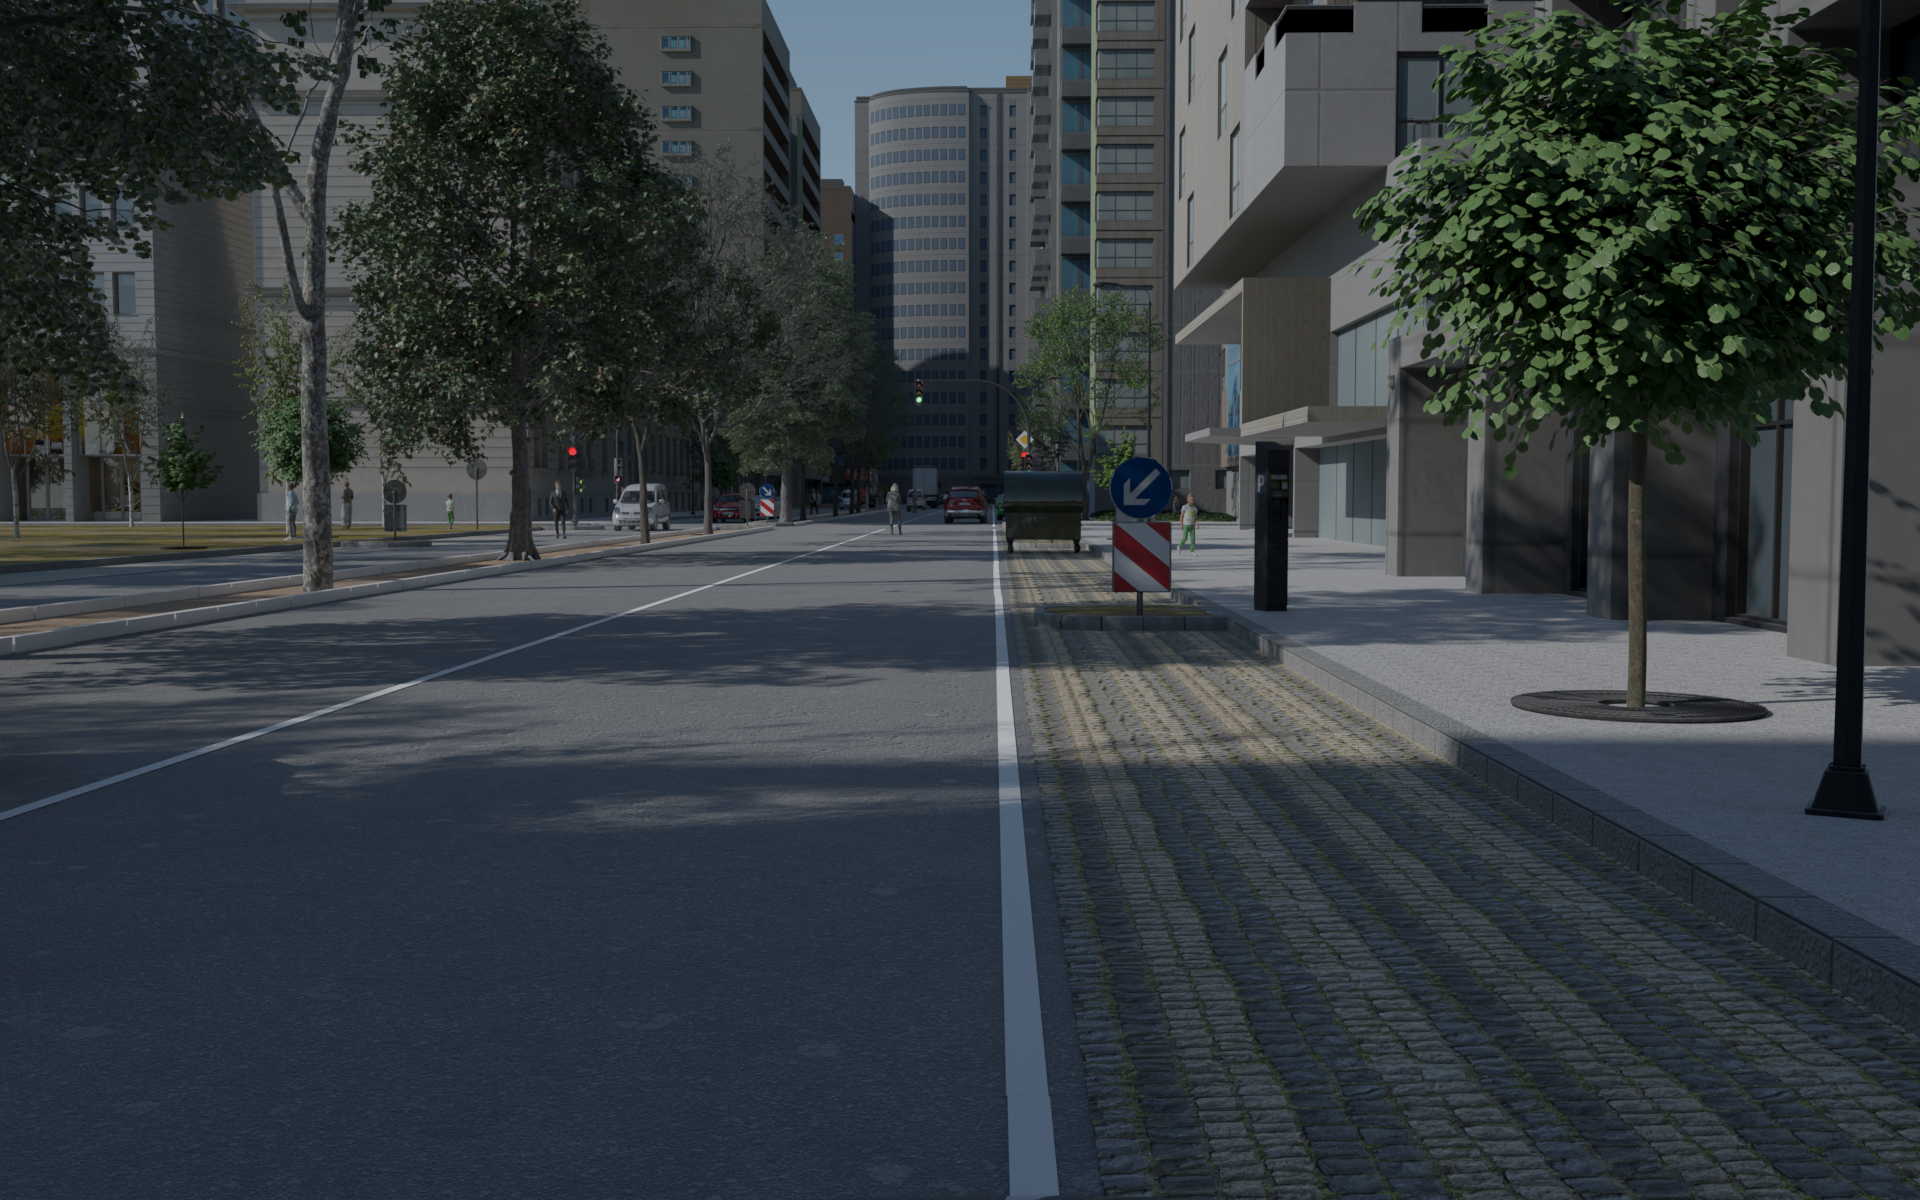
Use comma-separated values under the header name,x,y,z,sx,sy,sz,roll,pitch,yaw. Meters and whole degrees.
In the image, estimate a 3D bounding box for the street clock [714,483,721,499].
name,x,y,z,sx,sy,sz,roll,pitch,yaw
street clock,-16.336,-6.852,116.600,0.471,2.002,0.358,-1,4,-16

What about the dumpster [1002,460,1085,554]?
name,x,y,z,sx,sy,sz,roll,pitch,yaw
dumpster,2.016,-2.257,41.849,1.985,2.255,1.502,0,4,3

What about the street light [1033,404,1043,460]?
name,x,y,z,sx,sy,sz,roll,pitch,yaw
street light,4.572,-7.156,89.534,1.470,5.913,1.316,0,4,1

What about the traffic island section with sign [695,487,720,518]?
name,x,y,z,sx,sy,sz,roll,pitch,yaw
traffic island section with sign,-14.467,-5.705,101.901,1.989,1.847,2.006,0,4,1

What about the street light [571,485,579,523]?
name,x,y,z,sx,sy,sz,roll,pitch,yaw
street light,-16.630,-6.390,77.011,1.470,5.913,1.316,0,4,1

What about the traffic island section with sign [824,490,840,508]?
name,x,y,z,sx,sy,sz,roll,pitch,yaw
traffic island section with sign,-13.023,-10.418,178.964,1.989,1.847,2.006,0,4,1

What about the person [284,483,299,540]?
name,x,y,z,sx,sy,sz,roll,pitch,yaw
person,-18.623,-2.471,48.256,0.330,1.601,0.589,0,4,5

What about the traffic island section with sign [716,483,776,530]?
name,x,y,z,sx,sy,sz,roll,pitch,yaw
traffic island section with sign,-8.612,-3.744,69.352,2.006,1.907,1.989,0,4,1

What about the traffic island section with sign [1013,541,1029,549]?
name,x,y,z,sx,sy,sz,roll,pitch,yaw
traffic island section with sign,2.310,-2.280,45.899,1.989,1.847,2.006,0,4,1

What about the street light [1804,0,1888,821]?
name,x,y,z,sx,sy,sz,roll,pitch,yaw
street light,3.028,-2.096,6.814,1.470,5.913,1.316,0,4,1

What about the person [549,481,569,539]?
name,x,y,z,sx,sy,sz,roll,pitch,yaw
person,-12.844,-2.896,55.626,0.659,1.850,0.755,-1,4,-20

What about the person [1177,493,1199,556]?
name,x,y,z,sx,sy,sz,roll,pitch,yaw
person,4.734,-1.569,35.945,0.306,1.304,0.590,-2,4,-31

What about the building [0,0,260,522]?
name,x,y,z,sx,sy,sz,roll,pitch,yaw
building,-51.197,-18.745,83.979,29.804,29.767,11.434,0,4,1

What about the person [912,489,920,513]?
name,x,y,z,sx,sy,sz,roll,pitch,yaw
person,-3.342,-7.489,131.151,0.583,1.804,0.606,0,4,-1

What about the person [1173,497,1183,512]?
name,x,y,z,sx,sy,sz,roll,pitch,yaw
person,11.279,-4.732,88.914,1.012,1.151,0.738,-1,4,-21

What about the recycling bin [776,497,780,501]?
name,x,y,z,sx,sy,sz,roll,pitch,yaw
recycling bin,-15.792,-8.255,147.515,0.722,1.027,0.722,-3,5,-41

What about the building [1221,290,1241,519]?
name,x,y,z,sx,sy,sz,roll,pitch,yaw
building,20.848,-26.556,84.295,14.200,45.320,14.600,0,4,1

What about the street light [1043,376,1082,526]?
name,x,y,z,sx,sy,sz,roll,pitch,yaw
street light,4.152,-5.868,68.475,1.470,5.913,1.316,0,4,1

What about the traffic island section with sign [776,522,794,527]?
name,x,y,z,sx,sy,sz,roll,pitch,yaw
traffic island section with sign,-8.463,-4.197,76.758,2.006,1.907,1.989,0,4,1

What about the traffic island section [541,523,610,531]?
name,x,y,z,sx,sy,sz,roll,pitch,yaw
traffic island section,-15.398,-2.872,69.245,2.009,0.180,2.903,0,4,1

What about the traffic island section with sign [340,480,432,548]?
name,x,y,z,sx,sy,sz,roll,pitch,yaw
traffic island section with sign,-15.486,-2.347,47.008,1.989,1.847,2.006,0,4,1

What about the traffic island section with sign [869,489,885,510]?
name,x,y,z,sx,sy,sz,roll,pitch,yaw
traffic island section with sign,-7.066,-8.792,151.884,2.006,1.907,1.989,0,4,1

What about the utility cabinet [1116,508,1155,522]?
name,x,y,z,sx,sy,sz,roll,pitch,yaw
utility cabinet,4.120,-1.801,40.610,0.306,1.237,1.020,-3,5,-41

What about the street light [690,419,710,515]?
name,x,y,z,sx,sy,sz,roll,pitch,yaw
street light,-16.069,-8.261,107.612,1.470,5.913,1.316,0,4,1

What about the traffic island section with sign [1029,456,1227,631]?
name,x,y,z,sx,sy,sz,roll,pitch,yaw
traffic island section with sign,1.808,-0.631,18.948,1.989,1.847,2.006,0,4,1

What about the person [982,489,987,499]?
name,x,y,z,sx,sy,sz,roll,pitch,yaw
person,2.006,-8.411,145.976,0.822,1.834,0.622,-2,4,-26

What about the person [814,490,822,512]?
name,x,y,z,sx,sy,sz,roll,pitch,yaw
person,-11.690,-8.139,142.322,0.760,1.731,0.466,2,4,31

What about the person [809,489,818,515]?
name,x,y,z,sx,sy,sz,roll,pitch,yaw
person,-9.534,-6.387,113.333,0.661,1.777,0.834,-3,5,-41

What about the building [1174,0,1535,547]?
name,x,y,z,sx,sy,sz,roll,pitch,yaw
building,20.868,-28.075,48.265,28.713,52.752,27.495,0,4,1

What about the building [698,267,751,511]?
name,x,y,z,sx,sy,sz,roll,pitch,yaw
building,-23.101,-17.928,142.269,9.793,20.994,18.267,0,4,1

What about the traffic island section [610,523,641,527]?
name,x,y,z,sx,sy,sz,roll,pitch,yaw
traffic island section,-15.249,-3.361,77.229,2.009,0.180,2.903,0,4,1

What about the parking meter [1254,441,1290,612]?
name,x,y,z,sx,sy,sz,roll,pitch,yaw
parking meter,3.423,-0.814,19.024,0.255,1.863,0.399,-1,4,-16

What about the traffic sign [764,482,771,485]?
name,x,y,z,sx,sy,sz,roll,pitch,yaw
traffic sign,-15.815,-8.582,142.441,0.606,2.300,0.079,0,4,2

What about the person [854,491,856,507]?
name,x,y,z,sx,sy,sz,roll,pitch,yaw
person,-9.034,-8.485,147.328,0.767,1.812,0.694,1,4,15

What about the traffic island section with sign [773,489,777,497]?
name,x,y,z,sx,sy,sz,roll,pitch,yaw
traffic island section with sign,-13.952,-7.371,129.148,1.989,1.847,2.006,0,4,1

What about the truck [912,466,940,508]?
name,x,y,z,sx,sy,sz,roll,pitch,yaw
truck,-3.490,-11.527,177.383,2.839,4.237,11.283,0,3,0

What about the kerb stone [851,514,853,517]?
name,x,y,z,sx,sy,sz,roll,pitch,yaw
kerb stone,-6.865,-5.175,106.816,0.120,0.150,1.000,0,4,1

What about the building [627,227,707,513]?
name,x,y,z,sx,sy,sz,roll,pitch,yaw
building,-27.370,-17.409,117.916,16.112,22.955,30.059,0,4,1

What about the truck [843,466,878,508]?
name,x,y,z,sx,sy,sz,roll,pitch,yaw
truck,-10.128,-11.557,177.878,2.839,4.237,11.283,0,4,2

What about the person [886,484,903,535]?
name,x,y,z,sx,sy,sz,roll,pitch,yaw
person,-2.309,-3.185,60.753,0.537,1.800,0.526,1,4,20

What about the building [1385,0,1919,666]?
name,x,y,z,sx,sy,sz,roll,pitch,yaw
building,16.807,-35.279,15.062,20.563,71.187,20.611,0,4,1

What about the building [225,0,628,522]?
name,x,y,z,sx,sy,sz,roll,pitch,yaw
building,-25.927,-18.552,90.711,14.401,28.519,23.554,0,4,1

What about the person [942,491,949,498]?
name,x,y,z,sx,sy,sz,roll,pitch,yaw
person,-1.330,-10.425,179.661,1.217,1.736,0.721,-2,4,-26

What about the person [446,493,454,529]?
name,x,y,z,sx,sy,sz,roll,pitch,yaw
person,-18.405,-3.195,62.528,0.306,1.304,0.590,0,4,-7

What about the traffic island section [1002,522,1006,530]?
name,x,y,z,sx,sy,sz,roll,pitch,yaw
traffic island section,2.889,-3.340,76.885,2.009,0.180,2.903,0,4,1

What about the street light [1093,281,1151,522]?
name,x,y,z,sx,sy,sz,roll,pitch,yaw
street light,3.593,-3.996,37.874,1.470,5.913,1.316,0,4,1

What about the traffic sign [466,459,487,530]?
name,x,y,z,sx,sy,sz,roll,pitch,yaw
traffic sign,-17.341,-3.795,62.155,0.768,2.556,0.104,0,4,5

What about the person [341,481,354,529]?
name,x,y,z,sx,sy,sz,roll,pitch,yaw
person,-22.733,-3.523,64.188,0.362,1.759,0.519,2,4,24
